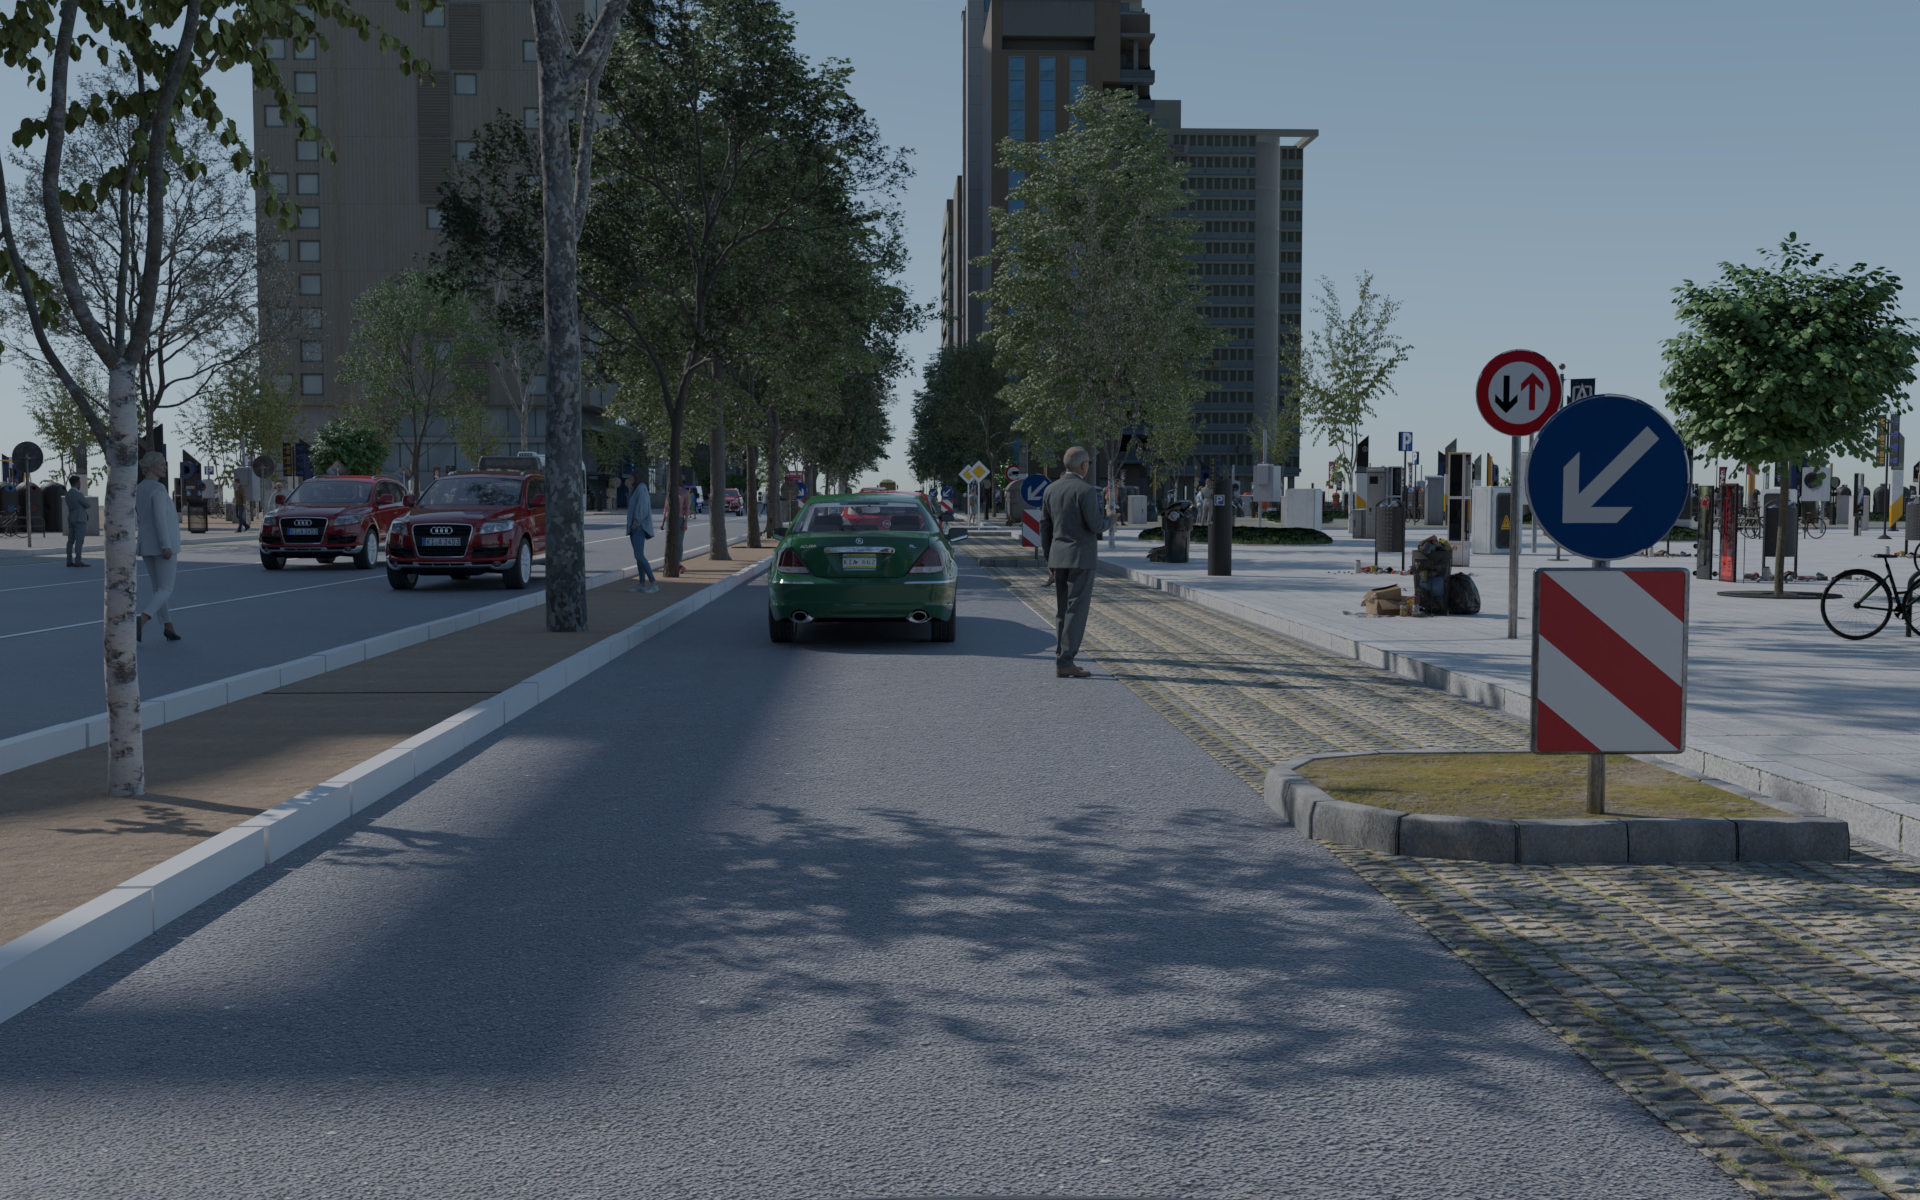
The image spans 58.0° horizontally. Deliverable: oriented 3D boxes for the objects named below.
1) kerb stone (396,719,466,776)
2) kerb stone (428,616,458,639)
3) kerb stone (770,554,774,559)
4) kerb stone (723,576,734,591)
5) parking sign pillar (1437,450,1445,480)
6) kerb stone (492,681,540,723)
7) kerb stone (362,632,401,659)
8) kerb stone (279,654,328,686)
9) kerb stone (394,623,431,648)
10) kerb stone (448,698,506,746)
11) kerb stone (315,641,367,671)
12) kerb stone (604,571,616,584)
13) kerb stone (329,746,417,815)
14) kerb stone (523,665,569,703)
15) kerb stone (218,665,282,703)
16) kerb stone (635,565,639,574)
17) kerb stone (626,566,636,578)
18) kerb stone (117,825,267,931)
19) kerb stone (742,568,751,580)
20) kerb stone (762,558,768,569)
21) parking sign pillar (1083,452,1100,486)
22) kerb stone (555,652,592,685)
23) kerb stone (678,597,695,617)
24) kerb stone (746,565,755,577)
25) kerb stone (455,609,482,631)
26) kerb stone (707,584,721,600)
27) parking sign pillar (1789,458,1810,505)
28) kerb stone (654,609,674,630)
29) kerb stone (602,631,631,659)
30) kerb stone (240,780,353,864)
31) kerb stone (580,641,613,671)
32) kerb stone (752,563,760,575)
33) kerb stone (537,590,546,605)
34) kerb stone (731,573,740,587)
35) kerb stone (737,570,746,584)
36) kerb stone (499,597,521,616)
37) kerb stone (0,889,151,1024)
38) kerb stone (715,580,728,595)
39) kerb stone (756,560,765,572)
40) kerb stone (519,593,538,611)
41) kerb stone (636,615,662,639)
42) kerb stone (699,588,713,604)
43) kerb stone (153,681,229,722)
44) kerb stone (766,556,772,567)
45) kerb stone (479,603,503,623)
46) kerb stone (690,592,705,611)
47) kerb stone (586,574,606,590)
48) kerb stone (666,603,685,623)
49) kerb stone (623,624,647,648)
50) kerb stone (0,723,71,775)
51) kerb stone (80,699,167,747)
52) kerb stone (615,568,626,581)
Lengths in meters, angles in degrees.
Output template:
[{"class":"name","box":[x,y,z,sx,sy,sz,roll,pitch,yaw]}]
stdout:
[{"class":"kerb stone","box":[-2.835,0.792,9.254,0.120,0.150,1.000,0,4,-2]},{"class":"kerb stone","box":[-5.260,0.293,17.422,0.120,0.150,1.000,0,4,-2]},{"class":"kerb stone","box":[-3.857,-0.777,34.897,0.120,0.150,1.000,0,4,-2]},{"class":"kerb stone","box":[-3.486,-0.212,25.659,0.120,0.150,1.000,0,4,-2]},{"class":"parking sign pillar","box":[29.874,-7.186,105.967,1.447,3.967,1.447,1,4,21]},{"class":"kerb stone","box":[-2.919,0.673,11.304,0.120,0.150,1.000,0,4,-2]},{"class":"kerb stone","box":[-5.182,0.418,15.368,0.120,0.150,1.000,0,4,-2]},{"class":"kerb stone","box":[-5.102,0.552,13.304,0.120,0.150,1.000,0,4,-2]},{"class":"kerb stone","box":[-5.227,0.355,16.391,0.120,0.150,1.000,0,4,-2]},{"class":"kerb stone","box":[-2.880,0.729,10.276,0.120,0.150,1.000,0,4,-2]},{"class":"kerb stone","box":[-5.145,0.481,14.339,0.120,0.150,1.000,0,4,-2]},{"class":"kerb stone","box":[-5.674,-0.334,27.661,0.120,0.150,1.000,0,4,-2]},{"class":"kerb stone","box":[-2.791,0.854,8.228,0.120,0.150,1.000,0,4,-2]},{"class":"kerb stone","box":[-2.960,0.604,12.328,0.120,0.150,1.000,0,4,-2]},{"class":"kerb stone","box":[-5.059,0.607,12.277,0.120,0.150,1.000,0,4,-2]},{"class":"kerb stone","box":[-5.790,-0.516,30.730,0.120,0.150,1.000,0,4,-2]},{"class":"kerb stone","box":[-5.745,-0.456,29.709,0.120,0.150,1.000,0,4,-2]},{"class":"kerb stone","box":[-2.720,0.980,6.170,0.120,0.150,1.000,0,4,-2]},{"class":"kerb stone","box":[-3.616,-0.393,28.745,0.120,0.150,1.000,0,4,-2]},{"class":"kerb stone","box":[-3.779,-0.651,32.841,0.120,0.150,1.000,0,4,-2]},{"class":"parking sign pillar","box":[8.664,-7.787,115.788,1.447,3.967,1.447,1,4,9]},{"class":"kerb stone","box":[-3.001,0.541,13.349,0.120,0.150,1.000,0,4,-2]},{"class":"kerb stone","box":[-3.282,0.103,20.518,0.120,0.150,1.000,0,4,-2]},{"class":"kerb stone","box":[-3.661,-0.463,29.767,0.120,0.150,1.000,0,4,-2]},{"class":"kerb stone","box":[-5.300,0.235,18.443,0.120,0.150,1.000,0,4,-2]},{"class":"kerb stone","box":[-3.404,-0.086,23.596,0.120,0.150,1.000,0,4,-2]},{"class":"parking sign pillar","box":[48.228,-6.781,99.335,1.447,3.967,1.447,1,4,23]},{"class":"kerb stone","box":[-3.197,0.228,18.471,0.120,0.150,1.000,0,4,-2]},{"class":"kerb stone","box":[-3.086,0.415,15.405,0.120,0.150,1.000,0,4,-2]},{"class":"kerb stone","box":[-2.754,0.917,7.202,0.120,0.150,1.000,0,4,-2]},{"class":"kerb stone","box":[-3.044,0.479,14.373,0.120,0.150,1.000,0,4,-2]},{"class":"kerb stone","box":[-3.692,-0.526,30.789,0.120,0.150,1.000,0,4,-2]},{"class":"kerb stone","box":[-5.470,-0.017,22.537,0.120,0.150,1.000,0,4,-2]},{"class":"kerb stone","box":[-3.536,-0.273,26.688,0.120,0.150,1.000,0,4,-2]},{"class":"kerb stone","box":[-3.575,-0.335,27.709,0.120,0.150,1.000,0,4,-2]},{"class":"kerb stone","box":[-5.390,0.104,20.491,0.120,0.150,1.000,0,4,-2]},{"class":"kerb stone","box":[-2.674,1.046,5.146,0.120,0.150,1.000,0,4,-2]},{"class":"kerb stone","box":[-3.449,-0.148,24.630,0.120,0.150,1.000,0,4,-2]},{"class":"kerb stone","box":[-3.734,-0.588,31.810,0.120,0.150,1.000,0,4,-2]},{"class":"kerb stone","box":[-5.432,0.042,21.512,0.120,0.150,1.000,0,4,-2]},{"class":"kerb stone","box":[-3.159,0.290,17.449,0.120,0.150,1.000,0,4,-2]},{"class":"kerb stone","box":[-3.371,-0.023,22.574,0.120,0.150,1.000,0,4,-2]},{"class":"kerb stone","box":[-5.016,0.669,11.251,0.120,0.150,1.000,0,4,-2]},{"class":"kerb stone","box":[-3.816,-0.710,33.868,0.120,0.150,1.000,0,4,-2]},{"class":"kerb stone","box":[-5.340,0.168,19.470,0.120,0.150,1.000,0,4,-2]},{"class":"kerb stone","box":[-3.319,0.040,21.542,0.120,0.150,1.000,0,4,-2]},{"class":"kerb stone","box":[-5.629,-0.269,26.627,0.120,0.150,1.000,0,4,-2]},{"class":"kerb stone","box":[-3.241,0.165,19.493,0.120,0.150,1.000,0,4,-2]},{"class":"kerb stone","box":[-3.123,0.360,16.427,0.120,0.150,1.000,0,4,-2]},{"class":"kerb stone","box":[-4.941,0.794,9.207,0.120,0.150,1.000,0,4,-2]},{"class":"kerb stone","box":[-4.973,0.735,10.230,0.120,0.150,1.000,0,4,-2]},{"class":"kerb stone","box":[-5.717,-0.397,28.686,0.120,0.150,1.000,0,4,-2]}]
